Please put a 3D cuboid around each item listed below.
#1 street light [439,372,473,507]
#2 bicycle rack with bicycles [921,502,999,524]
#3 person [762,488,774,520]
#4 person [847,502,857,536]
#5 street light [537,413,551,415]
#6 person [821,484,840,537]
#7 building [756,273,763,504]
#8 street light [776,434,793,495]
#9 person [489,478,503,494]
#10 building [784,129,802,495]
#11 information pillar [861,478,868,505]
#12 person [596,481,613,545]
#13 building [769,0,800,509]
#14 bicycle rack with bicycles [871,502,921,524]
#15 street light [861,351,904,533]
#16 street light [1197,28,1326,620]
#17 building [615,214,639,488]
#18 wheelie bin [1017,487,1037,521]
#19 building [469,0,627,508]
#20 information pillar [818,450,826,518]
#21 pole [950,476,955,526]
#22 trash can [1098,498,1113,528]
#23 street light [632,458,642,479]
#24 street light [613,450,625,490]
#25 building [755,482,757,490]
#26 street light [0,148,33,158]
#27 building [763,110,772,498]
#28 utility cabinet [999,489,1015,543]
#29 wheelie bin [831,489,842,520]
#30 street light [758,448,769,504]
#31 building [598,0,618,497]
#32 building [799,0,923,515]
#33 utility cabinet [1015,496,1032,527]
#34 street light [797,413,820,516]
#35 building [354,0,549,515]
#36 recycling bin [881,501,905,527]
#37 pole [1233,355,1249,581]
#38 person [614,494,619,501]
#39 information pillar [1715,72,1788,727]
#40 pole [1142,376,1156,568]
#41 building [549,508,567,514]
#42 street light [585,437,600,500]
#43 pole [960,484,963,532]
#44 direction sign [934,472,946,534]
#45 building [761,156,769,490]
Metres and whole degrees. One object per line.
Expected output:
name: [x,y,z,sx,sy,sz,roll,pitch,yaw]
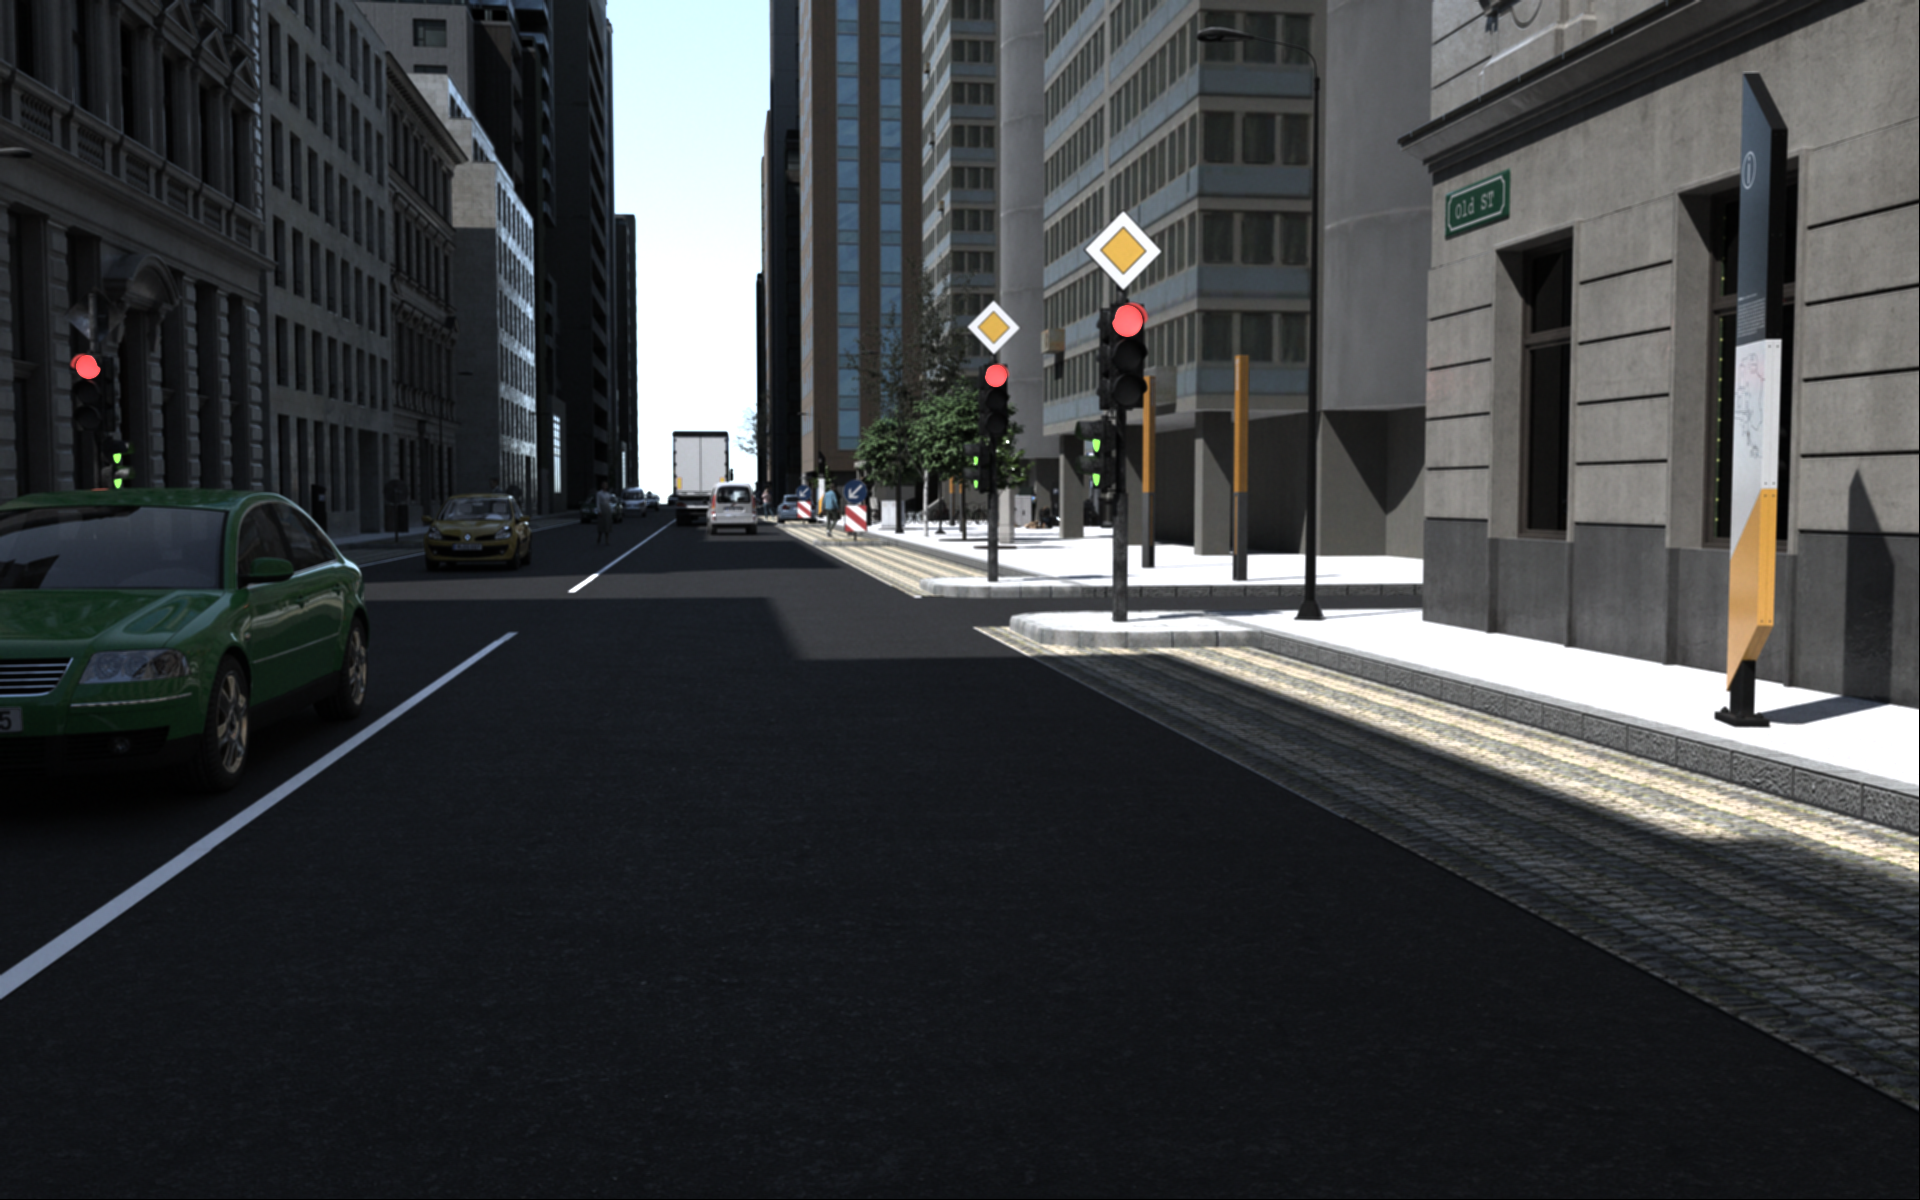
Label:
street light: [-19.175,-5.707,65.850,1.470,5.913,1.316,0,4,-8]
bicycle rack with bicycles: [0.385,-3.708,74.003,2.852,0.926,2.925,-2,4,-28]
person: [-10.363,-5.181,93.797,0.643,1.750,0.593,3,5,43]
person: [-3.659,-3.123,59.364,0.447,1.846,0.655,-1,4,-8]
street light: [-24.050,-7.730,98.934,1.470,5.913,1.316,0,4,-8]
person: [-4.344,-3.005,57.972,0.601,1.785,0.444,3,5,43]
building: [-19.693,-27.869,227.355,14.160,30.474,14.107,0,4,-8]
street light: [-13.422,-9.812,132.961,1.470,5.913,1.316,0,4,-8]
person: [-10.652,-1.906,39.792,0.853,1.813,0.709,-2,4,-30]
building: [-7.331,-22.603,141.261,14.160,30.474,14.107,0,4,-8]
information pillar: [-4.304,-4.539,78.712,0.304,2.012,0.304,-2,4,-35]
person: [-10.182,-2.487,49.384,0.478,1.798,0.641,-2,4,-31]
building: [-7.171,-37.907,161.786,21.231,58.520,28.212,0,4,-8]
bicycle rack with bicycles: [-2.860,-3.765,74.938,2.925,0.926,2.852,-1,4,-16]
street light: [-2.507,-5.122,56.294,1.470,5.913,1.316,0,4,-8]
street light: [3.052,-2.750,17.506,1.470,5.913,1.316,0,4,-8]
building: [-53.016,-34.338,245.020,14.154,41.232,14.086,0,4,-8]
wheelie bin: [2.876,-4.073,74.501,0.980,1.594,0.693,2,4,29]
building: [-54.039,-55.535,220.676,22.319,86.520,31.000,0,4,-8]
information pillar: [-7.357,-6.171,92.249,0.183,3.616,0.504,-3,5,-45]
pole: [-0.310,-4.633,69.595,0.158,3.312,0.155,0,3,0]
trash can: [5.552,-3.292,65.481,0.748,1.137,0.748,0,3,0]
street light: [-41.784,-15.385,224.085,1.470,5.913,1.316,0,4,-8]
street light: [-35.730,-12.766,181.257,1.470,5.913,1.316,0,4,-8]
building: [-13.141,-33.999,247.764,32.217,40.220,23.993,0,4,-8]
street light: [-13.152,-3.107,23.338,1.470,5.913,1.316,0,4,-8]
building: [-15.313,-33.574,199.053,14.600,45.320,14.200,0,4,-8]
utility cabinet: [1.210,-2.238,45.274,0.318,1.500,1.173,0,4,8]
wheelie bin: [-6.217,-4.782,86.096,0.693,1.594,0.980,0,4,1]
street light: [-19.586,-12.410,175.447,1.470,5.913,1.316,0,4,-8]
building: [-49.711,-39.767,192.195,21.231,58.520,28.212,0,4,-8]
building: [-3.095,-28.279,112.476,14.600,45.320,14.200,0,4,-8]
utility cabinet: [2.309,-3.491,68.245,1.020,1.237,0.306,0,4,-2]
street light: [-8.589,-7.746,99.190,1.470,5.913,1.316,0,4,-8]
building: [-32.582,-20.291,103.453,14.160,30.474,14.107,0,4,-8]
recycling bin: [-2.584,-3.324,66.895,0.722,1.027,0.722,1,4,21]
pole: [4.143,-1.939,25.546,0.158,3.312,0.155,0,3,0]
person: [-25.988,-7.254,130.364,0.557,1.426,1.065,3,5,44]
information pillar: [4.366,-1.110,9.502,0.183,3.616,0.504,0,4,6]
pole: [3.274,-2.213,30.022,0.158,3.312,0.155,0,3,0]
building: [-39.597,-49.591,123.483,22.319,86.520,31.000,0,4,-8]
street light: [-30.021,-10.322,141.309,1.470,5.913,1.316,0,4,-8]
pole: [0.084,-3.962,58.624,0.158,3.312,0.155,0,3,0]
direction sign: [-0.635,-3.900,55.756,0.876,3.537,0.379,3,4,36]
building: [-17.388,-32.388,213.142,14.154,41.232,14.086,0,4,-8]
